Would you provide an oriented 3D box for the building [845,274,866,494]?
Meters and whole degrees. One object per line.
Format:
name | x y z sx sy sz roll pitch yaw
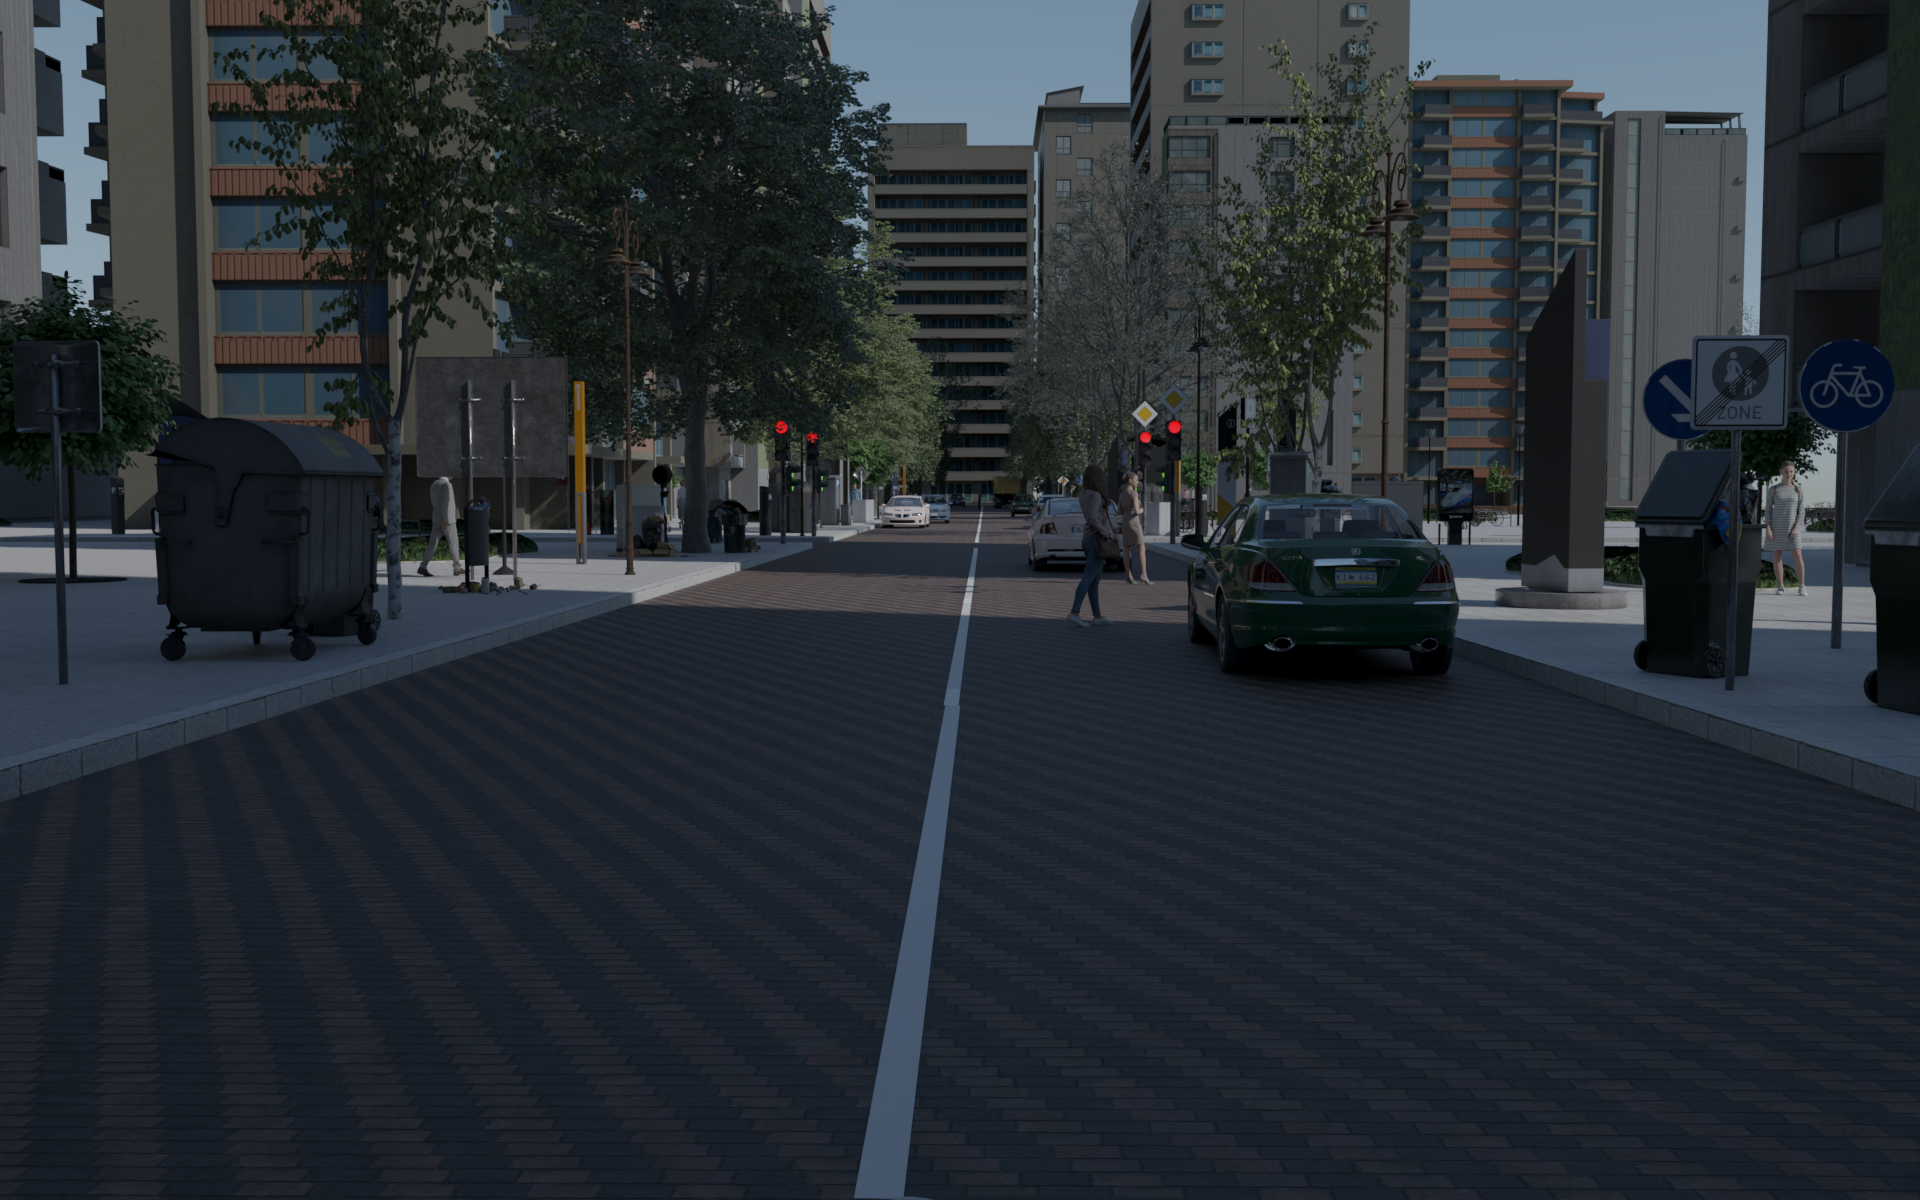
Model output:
building | -19.475 -27.765 225.651 14.107 30.474 14.160 0 4 1

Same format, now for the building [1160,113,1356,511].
building | 22.513 -22.249 135.473 14.160 30.474 14.107 0 4 1

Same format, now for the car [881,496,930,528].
car | -2.291 -3.758 73.807 2.083 1.381 4.827 0 4 2

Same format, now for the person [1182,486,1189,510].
person | 14.671 -6.543 113.023 0.555 1.821 0.388 2 4 25

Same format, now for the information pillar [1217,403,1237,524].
information pillar | 6.773 -3.209 43.821 0.504 3.616 0.183 1 4 14

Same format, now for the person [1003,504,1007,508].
person | 4.800 -10.707 184.279 1.217 1.743 0.721 0 4 -6

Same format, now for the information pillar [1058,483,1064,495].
information pillar | 6.412 -6.460 110.117 0.304 2.012 0.304 1 4 10

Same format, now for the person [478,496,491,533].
person | -14.678 -2.578 53.213 0.505 1.210 0.382 -1 4 -23

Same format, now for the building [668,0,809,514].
building | -19.328 -27.572 134.402 14.154 41.232 14.086 0 4 1

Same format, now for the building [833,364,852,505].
building | -26.093 -20.696 183.416 28.899 21.520 27.650 0 4 1

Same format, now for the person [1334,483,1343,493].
person | 20.324 -5.383 93.415 0.648 1.900 0.474 -2 4 -27

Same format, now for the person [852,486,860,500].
person | -5.707 -5.389 94.419 0.793 1.790 0.793 1 4 8

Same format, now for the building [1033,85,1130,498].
building | 23.721 -39.326 232.214 27.495 52.752 28.713 0 4 1

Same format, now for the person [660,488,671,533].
person | -9.891 -3.149 57.561 0.654 1.822 0.581 3 5 43

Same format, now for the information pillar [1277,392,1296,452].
information pillar | 7.436 -2.948 39.556 0.504 3.616 0.183 -2 4 -25

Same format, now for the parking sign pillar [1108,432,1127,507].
parking sign pillar | 6.889 -5.350 75.947 1.447 3.967 1.447 -1 4 -15

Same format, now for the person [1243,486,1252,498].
person | 19.360 -6.729 115.832 0.755 1.850 0.659 -1 4 -17

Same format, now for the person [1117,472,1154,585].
person | 2.777 -1.142 27.513 0.374 1.781 0.599 -2 4 -33

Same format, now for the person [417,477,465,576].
person | -8.074 -1.266 27.022 0.850 1.792 0.678 -3 5 -45

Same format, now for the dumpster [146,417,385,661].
dumpster | -5.554 -0.502 13.964 1.264 1.857 1.865 0 4 1

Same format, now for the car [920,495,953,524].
car | -1.382 -4.513 85.785 2.014 1.417 4.499 0 4 -1

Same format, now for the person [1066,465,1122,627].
person | 1.416 -0.597 18.845 0.643 1.750 0.593 -1 4 -17

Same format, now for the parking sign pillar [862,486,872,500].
parking sign pillar | -5.603 -7.705 114.443 1.447 3.967 1.447 -2 4 -35

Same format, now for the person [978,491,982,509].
person | 2.013 -9.566 165.439 0.750 1.759 0.617 2 4 31

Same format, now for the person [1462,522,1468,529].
person | 18.313 -3.212 62.834 0.425 1.301 0.394 1 4 15

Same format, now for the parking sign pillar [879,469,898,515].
parking sign pillar | -4.274 -7.284 107.567 1.447 3.967 1.447 1 4 19

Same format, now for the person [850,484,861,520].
person | -5.091 -4.743 83.927 0.601 1.785 0.444 0 4 3

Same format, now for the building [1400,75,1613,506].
building | 53.527 -32.378 184.006 28.867 44.769 22.147 0 4 1

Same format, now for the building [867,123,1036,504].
building | -1.003 -37.045 229.383 21.600 48.544 21.300 0 4 1

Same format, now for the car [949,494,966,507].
car | -0.302 -11.225 193.317 2.009 1.686 4.222 0 4 0

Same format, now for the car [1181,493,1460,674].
car | 3.063 -0.212 15.268 2.131 1.459 4.920 0 4 3

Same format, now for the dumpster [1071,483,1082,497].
dumpster | 7.806 -6.509 108.923 1.502 2.255 1.985 0 4 1

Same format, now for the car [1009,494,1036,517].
car | 4.046 -6.039 108.523 2.009 1.686 4.222 0 4 2

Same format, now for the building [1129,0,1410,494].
building | 26.460 -32.354 152.688 21.300 48.544 21.600 0 4 1

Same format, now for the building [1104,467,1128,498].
building | 27.233 -52.911 177.771 22.319 86.520 31.000 0 4 1

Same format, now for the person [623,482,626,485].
person | -8.623 -2.263 44.860 0.330 1.601 0.589 -3 4 -38

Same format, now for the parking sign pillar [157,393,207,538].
parking sign pillar | -19.342 -3.354 43.311 1.447 3.967 1.447 -1 4 -15

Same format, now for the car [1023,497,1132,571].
car | 2.288 -1.303 33.662 2.083 1.381 4.827 0 4 0

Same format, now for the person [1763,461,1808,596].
person | 10.505 -0.917 22.034 0.512 1.701 0.522 1 4 20

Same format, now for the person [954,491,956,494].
person | -0.601 -11.889 203.442 0.990 1.755 0.434 3 4 37

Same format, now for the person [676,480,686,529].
person | -10.276 -3.540 64.141 0.478 1.798 0.641 2 4 24

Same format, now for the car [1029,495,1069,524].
car | 3.844 -3.642 71.542 2.014 1.417 4.499 0 4 1

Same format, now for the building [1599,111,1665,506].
building | 75.059 -30.844 187.889 14.086 41.232 14.154 0 4 1

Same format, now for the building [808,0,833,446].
building | -22.840 -32.338 152.426 21.300 48.544 21.600 0 4 1

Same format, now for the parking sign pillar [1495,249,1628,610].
parking sign pillar | 6.900 -1.915 19.779 1.447 3.967 1.447 0 4 -5
